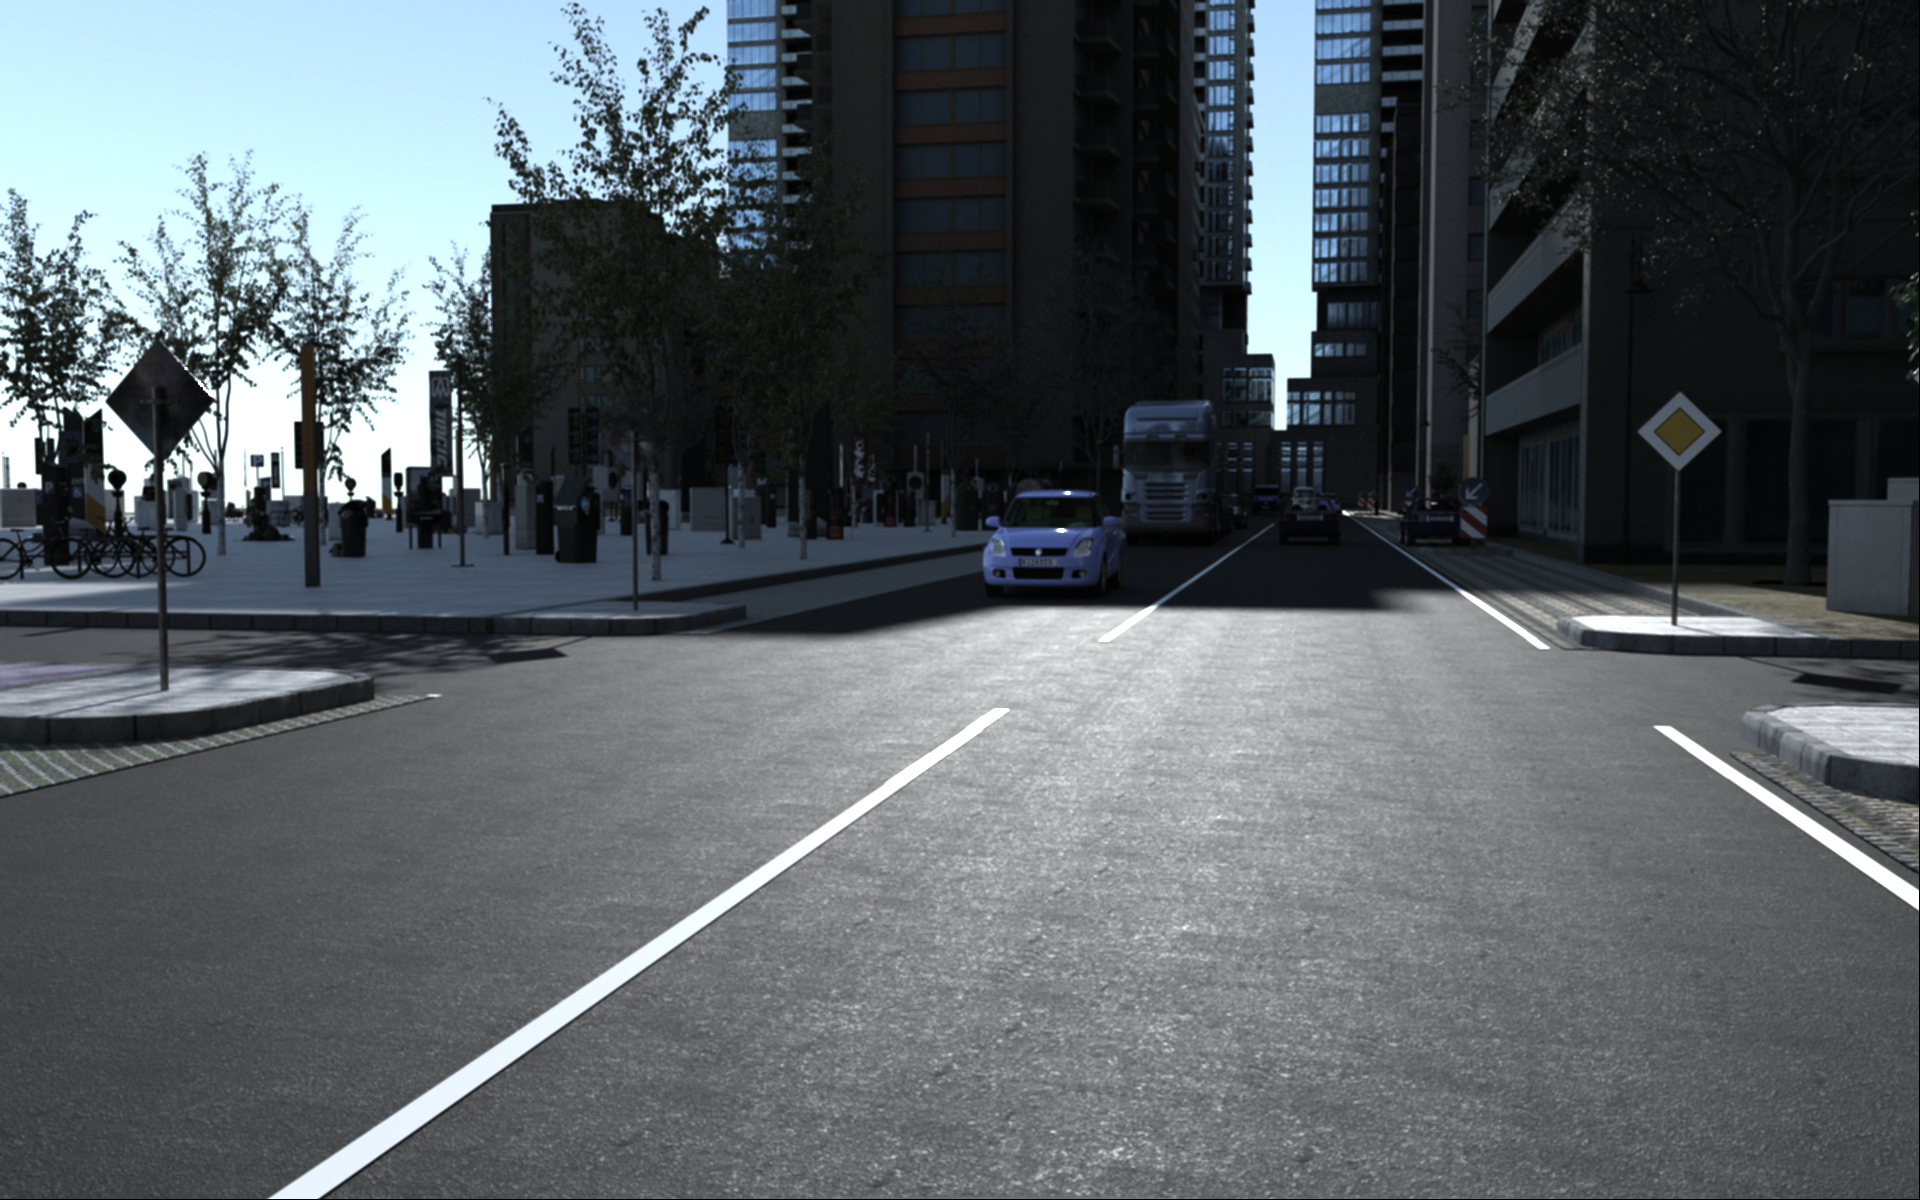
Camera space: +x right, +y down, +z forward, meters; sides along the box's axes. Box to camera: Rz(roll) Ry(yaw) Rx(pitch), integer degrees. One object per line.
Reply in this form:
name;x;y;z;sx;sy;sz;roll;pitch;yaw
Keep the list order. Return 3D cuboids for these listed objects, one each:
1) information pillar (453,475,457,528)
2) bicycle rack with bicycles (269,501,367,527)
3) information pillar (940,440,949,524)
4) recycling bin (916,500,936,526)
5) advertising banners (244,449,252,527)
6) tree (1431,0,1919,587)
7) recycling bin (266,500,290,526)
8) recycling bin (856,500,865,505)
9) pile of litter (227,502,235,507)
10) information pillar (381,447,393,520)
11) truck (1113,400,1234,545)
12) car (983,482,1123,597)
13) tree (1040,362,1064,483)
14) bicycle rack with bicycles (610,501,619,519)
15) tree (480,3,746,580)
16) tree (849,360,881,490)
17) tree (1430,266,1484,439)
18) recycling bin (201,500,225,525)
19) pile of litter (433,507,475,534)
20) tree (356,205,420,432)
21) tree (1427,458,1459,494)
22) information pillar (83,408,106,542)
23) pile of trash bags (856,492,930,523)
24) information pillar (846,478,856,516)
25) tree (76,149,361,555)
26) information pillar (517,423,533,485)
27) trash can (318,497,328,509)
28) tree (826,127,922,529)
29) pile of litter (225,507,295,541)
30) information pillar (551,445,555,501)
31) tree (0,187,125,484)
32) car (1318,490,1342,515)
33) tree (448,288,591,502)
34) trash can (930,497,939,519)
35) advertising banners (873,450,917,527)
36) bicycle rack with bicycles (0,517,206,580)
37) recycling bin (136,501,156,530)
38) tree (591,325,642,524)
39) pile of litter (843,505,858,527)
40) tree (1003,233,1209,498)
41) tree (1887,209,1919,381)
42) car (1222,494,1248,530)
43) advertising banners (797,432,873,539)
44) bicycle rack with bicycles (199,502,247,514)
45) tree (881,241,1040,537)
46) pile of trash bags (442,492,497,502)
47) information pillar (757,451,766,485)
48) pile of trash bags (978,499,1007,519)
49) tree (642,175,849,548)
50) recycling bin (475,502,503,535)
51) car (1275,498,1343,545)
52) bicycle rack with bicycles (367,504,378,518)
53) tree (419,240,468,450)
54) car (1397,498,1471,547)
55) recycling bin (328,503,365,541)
information pillar;-19.174;-3.774;66.194;0.304;2.012;0.304;-3;4;-38
bicycle rack with bicycles;-25.321;-3.305;67.412;2.852;0.926;2.925;1;4;16
information pillar;-0.639;-5.092;74.608;0.183;3.616;0.504;3;4;37
recycling bin;-1.383;-3.571;70.939;0.722;1.027;0.722;1;4;9
advertising banners;-27.768;-4.361;67.488;0.090;3.025;2.074;-1;4;-17
tree;11.807;-6.962;24.205;12.009;13.543;11.850;0;3;0
recycling bin;-27.311;-3.467;69.241;0.722;1.027;0.722;1;4;23
recycling bin;-4.841;-4.157;80.515;0.722;1.027;0.722;1;4;9
pile of litter;-40.221;-4.964;95.131;1.719;0.858;1.176;-3;5;-42
information pillar;-28.464;-5.790;86.015;0.504;3.616;0.183;-3;4;-37
truck;7.252;-4.028;55.620;2.967;4.110;18.799;1;4;11
car;1.400;-0.961;25.310;1.945;1.707;3.694;1;4;11
tree;2.101;-7.302;69.751;4.360;8.622;3.978;0;3;0
bicycle rack with bicycles;-17.555;-4.389;85.139;2.852;0.926;2.925;-1;4;-17
tree;-4.758;-4.595;25.484;4.737;8.622;4.395;0;3;0
tree;-4.272;-8.763;93.629;4.360;8.622;3.978;0;3;0
tree;17.656;-6.509;56.781;4.360;8.622;3.978;0;3;0
recycling bin;-31.250;-3.665;72.484;0.722;1.027;0.722;3;5;44
pile of litter;-16.638;-2.607;56.583;1.719;0.858;1.176;-3;4;-37
tree;-15.819;-5.693;43.440;4.360;8.622;3.978;0;3;0
tree;25.637;-5.984;92.444;1.663;3.219;1.824;0;3;0
information pillar;-23.376;-3.391;46.798;0.504;3.616;0.183;-2;4;-32
pile of trash bags;-3.047;-4.134;77.342;3.447;1.369;1.912;-1;4;-12
information pillar;-4.968;-4.556;78.985;0.304;2.012;0.304;-3;5;-43
tree;-15.897;-5.273;36.581;4.360;8.622;3.978;0;3;0
information pillar;-14.242;-4.002;56.781;0.504;3.616;0.183;-2;4;-24
trash can;-37.614;-5.534;102.138;0.748;1.137;0.748;0;3;0
tree;-3.325;-5.103;33.799;4.737;8.622;4.395;0;3;0
pile of litter;-19.135;-2.061;47.659;1.719;0.858;1.176;2;4;26
information pillar;-19.204;-5.531;81.783;0.183;3.616;0.504;0;4;-2
tree;-22.021;-5.588;41.727;4.737;8.622;4.395;0;3;0
car;25.898;-6.870;121.920;1.945;1.707;3.694;1;4;13
tree;-16.430;-6.846;62.288;4.360;8.622;3.978;0;3;0
trash can;-1.400;-4.518;85.514;0.748;1.137;0.748;0;3;0
advertising banners;-2.699;-4.360;67.471;2.074;3.025;0.090;0;4;-2
bicycle rack with bicycles;-13.187;-0.832;26.980;2.925;0.926;2.852;0;4;1
recycling bin;-28.720;-2.990;61.446;0.722;1.027;0.722;0;4;-7
tree;-14.031;-7.536;73.578;4.360;8.622;3.978;0;3;0
pile of litter;-4.776;-3.332;68.442;1.719;0.858;1.176;-2;4;-23
tree;6.527;-10.525;82.455;12.009;13.543;11.850;0;3;0
tree;9.958;-1.927;15.215;4.285;4.588;4.351;0;3;0
car;10.879;-3.767;71.372;2.009;1.686;4.222;1;4;14
advertising banners;-3.564;-3.224;48.894;2.074;3.025;0.090;0;4;6
bicycle rack with bicycles;-34.210;-4.103;80.467;2.925;0.926;2.852;0;4;-4
tree;0.031;-6.177;51.351;4.360;8.622;3.978;0;3;0
pile of trash bags;-28.139;-5.452;98.894;3.447;1.369;1.912;-1;4;-23
information pillar;-10.413;-6.101;91.107;0.504;3.616;0.183;-1;4;-9
pile of trash bags;1.166;-4.833;88.771;1.912;1.369;3.447;-2;4;-27
tree;-4.945;-5.536;40.874;4.360;8.622;3.978;0;3;0
recycling bin;-14.925;-2.596;55.005;0.722;1.027;0.722;-3;4;-37
car;10.175;-2.319;50.500;1.945;1.354;3.894;1;4;10
bicycle rack with bicycles;-27.162;-3.763;74.908;2.925;0.926;2.852;0;4;3
tree;-13.745;-6.129;50.572;4.737;8.622;4.395;0;3;0
car;13.231;-2.186;48.321;1.945;1.354;3.894;1;4;11
recycling bin;-17.040;-2.176;48.135;0.722;1.027;0.722;2;4;27
